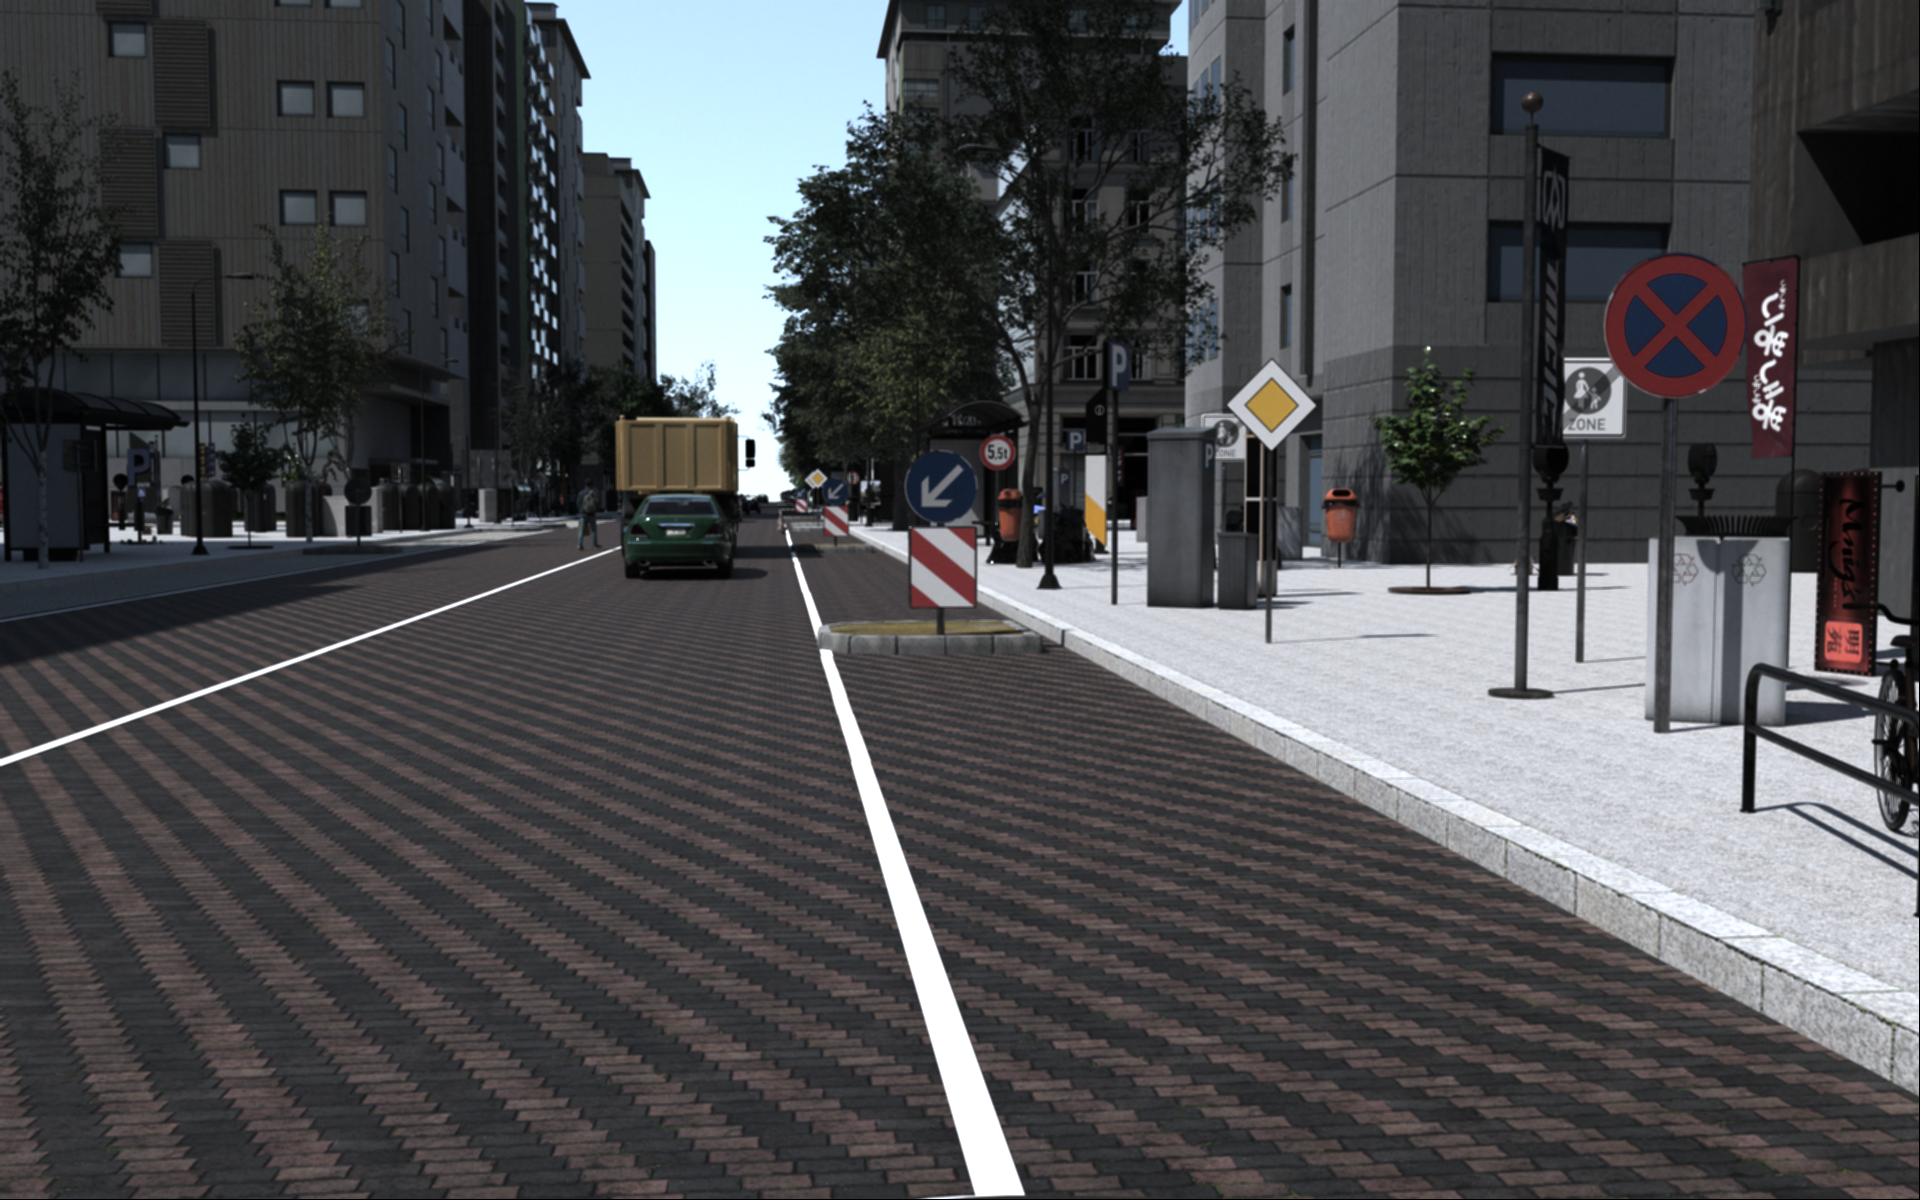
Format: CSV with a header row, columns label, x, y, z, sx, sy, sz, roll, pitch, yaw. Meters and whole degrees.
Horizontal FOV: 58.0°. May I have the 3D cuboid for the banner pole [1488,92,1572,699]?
label,x,y,z,sx,sy,sz,roll,pitch,yaw
banner pole,3.715,-1.288,11.080,0.401,3.779,0.863,3,5,40

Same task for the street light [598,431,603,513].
label,x,y,z,sx,sy,sz,roll,pitch,yaw
street light,-24.274,-8.980,119.359,1.470,5.913,1.316,0,4,-6

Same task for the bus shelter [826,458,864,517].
label,x,y,z,sx,sy,sz,roll,pitch,yaw
bus shelter,-6.677,-6.503,100.248,2.014,3.302,5.546,0,4,-6

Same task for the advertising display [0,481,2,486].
label,x,y,z,sx,sy,sz,roll,pitch,yaw
advertising display,-46.487,-4.788,83.494,0.123,1.923,0.974,0,4,0

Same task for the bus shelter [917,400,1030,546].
label,x,y,z,sx,sy,sz,roll,pitch,yaw
bus shelter,0.245,-2.822,40.058,2.014,3.302,5.546,0,4,-6

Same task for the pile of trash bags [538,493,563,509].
label,x,y,z,sx,sy,sz,roll,pitch,yaw
pile of trash bags,-31.353,-7.398,130.717,3.447,1.369,1.912,0,4,2

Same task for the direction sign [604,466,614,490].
label,x,y,z,sx,sy,sz,roll,pitch,yaw
direction sign,-28.147,-8.979,138.807,0.876,3.537,0.379,-1,4,-14

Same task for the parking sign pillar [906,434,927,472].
label,x,y,z,sx,sy,sz,roll,pitch,yaw
parking sign pillar,-1.583,-4.801,66.965,1.447,3.967,1.447,1,4,15

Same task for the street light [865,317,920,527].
label,x,y,z,sx,sy,sz,roll,pitch,yaw
street light,-1.656,-4.465,45.538,1.470,5.913,1.316,0,4,-6

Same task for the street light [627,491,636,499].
label,x,y,z,sx,sy,sz,roll,pitch,yaw
street light,-26.688,-10.344,141.662,1.470,5.913,1.316,0,4,-6

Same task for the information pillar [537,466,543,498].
label,x,y,z,sx,sy,sz,roll,pitch,yaw
information pillar,-34.189,-9.158,141.088,0.504,3.616,0.183,-1,4,-19

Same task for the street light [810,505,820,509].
label,x,y,z,sx,sy,sz,roll,pitch,yaw
street light,-8.239,-8.132,105.493,1.470,5.913,1.316,0,4,-6

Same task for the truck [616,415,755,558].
label,x,y,z,sx,sy,sz,roll,pitch,yaw
truck,-6.765,-2.850,42.529,3.469,3.379,9.791,0,4,-7

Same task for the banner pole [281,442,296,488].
label,x,y,z,sx,sy,sz,roll,pitch,yaw
banner pole,-32.487,-5.748,83.990,0.863,3.779,0.401,-1,4,-8

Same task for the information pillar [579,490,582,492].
label,x,y,z,sx,sy,sz,roll,pitch,yaw
information pillar,-32.592,-8.800,148.371,0.304,2.012,0.304,3,4,37

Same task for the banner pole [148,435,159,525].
label,x,y,z,sx,sy,sz,roll,pitch,yaw
banner pole,-33.780,-5.054,72.651,0.401,3.779,0.863,0,4,3

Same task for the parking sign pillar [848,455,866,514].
label,x,y,z,sx,sy,sz,roll,pitch,yaw
parking sign pillar,-6.672,-7.475,110.687,1.447,3.967,1.447,3,5,44

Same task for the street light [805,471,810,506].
label,x,y,z,sx,sy,sz,roll,pitch,yaw
street light,-10.584,-9.496,127.803,1.470,5.913,1.316,0,4,-6

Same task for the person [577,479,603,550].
label,x,y,z,sx,sy,sz,roll,pitch,yaw
person,-9.525,-2.185,44.209,0.794,1.824,0.713,2,4,31

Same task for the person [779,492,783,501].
label,x,y,z,sx,sy,sz,roll,pitch,yaw
person,-30.248,-17.406,293.907,1.217,1.723,0.721,1,4,12

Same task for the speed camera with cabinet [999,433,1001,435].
label,x,y,z,sx,sy,sz,roll,pitch,yaw
speed camera with cabinet,0.317,-3.049,44.180,2.038,3.252,0.660,0,4,-1

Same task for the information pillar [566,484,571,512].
label,x,y,z,sx,sy,sz,roll,pitch,yaw
information pillar,-27.970,-7.285,123.599,0.304,2.012,0.304,-2,4,-33

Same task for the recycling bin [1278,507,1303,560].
label,x,y,z,sx,sy,sz,roll,pitch,yaw
recycling bin,6.298,-1.303,33.855,0.722,1.027,0.722,0,4,4

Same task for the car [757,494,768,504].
label,x,y,z,sx,sy,sz,roll,pitch,yaw
car,-29.509,-15.223,258.687,2.009,1.686,4.222,0,4,-5

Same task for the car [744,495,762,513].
label,x,y,z,sx,sy,sz,roll,pitch,yaw
car,-16.027,-7.279,131.594,1.945,1.354,3.894,0,4,-5

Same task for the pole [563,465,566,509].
label,x,y,z,sx,sy,sz,roll,pitch,yaw
pole,-27.535,-7.750,120.560,0.158,3.312,0.155,0,3,0

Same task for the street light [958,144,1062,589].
label,x,y,z,sx,sy,sz,roll,pitch,yaw
street light,0.669,-3.100,23.225,1.470,5.913,1.316,0,4,-6

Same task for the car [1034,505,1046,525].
label,x,y,z,sx,sy,sz,roll,pitch,yaw
car,1.990,-3.772,71.267,3.694,1.707,1.945,0,4,-7

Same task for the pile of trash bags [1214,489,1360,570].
label,x,y,z,sx,sy,sz,roll,pitch,yaw
pile of trash bags,5.164,-1.241,30.042,3.447,1.369,1.912,1,4,10

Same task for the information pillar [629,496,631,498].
label,x,y,z,sx,sy,sz,roll,pitch,yaw
information pillar,-27.848,-9.499,146.655,0.183,3.616,0.504,-3,5,-43

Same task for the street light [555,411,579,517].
label,x,y,z,sx,sy,sz,roll,pitch,yaw
street light,-22.027,-7.615,97.038,1.470,5.913,1.316,0,4,-6

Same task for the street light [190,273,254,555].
label,x,y,z,sx,sy,sz,roll,pitch,yaw
street light,-15.545,-3.914,36.527,1.470,5.913,1.316,0,4,-6

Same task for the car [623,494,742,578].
label,x,y,z,sx,sy,sz,roll,pitch,yaw
car,-4.983,-1.174,30.996,2.131,1.459,4.920,0,4,-7

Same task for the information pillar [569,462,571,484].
label,x,y,z,sx,sy,sz,roll,pitch,yaw
information pillar,-28.224,-8.250,126.248,0.504,3.616,0.183,-2,4,-32

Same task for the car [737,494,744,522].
label,x,y,z,sx,sy,sz,roll,pitch,yaw
car,-12.331,-4.937,89.390,2.281,1.827,5.304,0,4,-5

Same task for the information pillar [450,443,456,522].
label,x,y,z,sx,sy,sz,roll,pitch,yaw
information pillar,-23.082,-5.345,78.751,0.183,3.616,0.504,-1,4,-12

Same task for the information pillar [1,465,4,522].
label,x,y,z,sx,sy,sz,roll,pitch,yaw
information pillar,-23.724,-2.375,43.327,0.304,2.012,0.304,3,4,38

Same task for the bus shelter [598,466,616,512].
label,x,y,z,sx,sy,sz,roll,pitch,yaw
bus shelter,-25.754,-7.928,123.538,2.014,3.302,5.546,0,4,-6

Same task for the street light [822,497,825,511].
label,x,y,z,sx,sy,sz,roll,pitch,yaw
street light,-5.695,-6.736,82.679,1.470,5.913,1.316,0,4,-6

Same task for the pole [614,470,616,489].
label,x,y,z,sx,sy,sz,roll,pitch,yaw
pole,-29.032,-9.285,145.653,0.158,3.312,0.155,0,3,0

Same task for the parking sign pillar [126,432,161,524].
label,x,y,z,sx,sy,sz,roll,pitch,yaw
parking sign pillar,-35.275,-5.283,74.845,1.447,3.967,1.447,0,4,6

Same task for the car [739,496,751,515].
label,x,y,z,sx,sy,sz,roll,pitch,yaw
car,-15.337,-6.521,119.194,1.945,1.354,3.894,0,4,-7

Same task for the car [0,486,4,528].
label,x,y,z,sx,sy,sz,roll,pitch,yaw
car,-40.162,-3.696,69.100,5.304,1.827,2.281,0,4,-7

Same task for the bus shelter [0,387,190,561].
label,x,y,z,sx,sy,sz,roll,pitch,yaw
bus shelter,-17.719,-2.541,35.477,2.014,3.302,5.546,0,4,-6

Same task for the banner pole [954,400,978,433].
label,x,y,z,sx,sy,sz,roll,pitch,yaw
banner pole,0.111,-3.429,46.081,0.863,3.779,0.401,-2,4,-24

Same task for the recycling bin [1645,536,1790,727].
label,x,y,z,sx,sy,sz,roll,pitch,yaw
recycling bin,4.357,0.159,9.958,0.722,1.027,0.722,2,4,25

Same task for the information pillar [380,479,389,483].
label,x,y,z,sx,sy,sz,roll,pitch,yaw
information pillar,-27.185,-4.731,81.837,0.304,2.012,0.304,-3,5,-45

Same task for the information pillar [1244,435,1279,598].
label,x,y,z,sx,sy,sz,roll,pitch,yaw
information pillar,3.745,-1.043,21.541,0.304,2.012,0.304,-3,4,-38

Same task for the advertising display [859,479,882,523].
label,x,y,z,sx,sy,sz,roll,pitch,yaw
advertising display,-3.910,-4.321,75.858,0.974,1.923,0.123,1,4,8

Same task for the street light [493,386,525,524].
label,x,y,z,sx,sy,sz,roll,pitch,yaw
street light,-19.439,-6.251,74.745,1.470,5.913,1.316,0,4,-6

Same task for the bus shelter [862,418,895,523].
label,x,y,z,sx,sy,sz,roll,pitch,yaw
bus shelter,-3.413,-6.320,80.970,2.179,5.291,8.768,0,4,-6

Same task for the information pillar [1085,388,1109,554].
label,x,y,z,sx,sy,sz,roll,pitch,yaw
information pillar,2.926,-2.792,37.008,0.504,3.616,0.183,2,4,28

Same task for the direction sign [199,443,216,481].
label,x,y,z,sx,sy,sz,roll,pitch,yaw
direction sign,-33.394,-5.192,76.879,0.876,3.537,0.379,1,4,20

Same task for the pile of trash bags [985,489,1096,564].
label,x,y,z,sx,sy,sz,roll,pitch,yaw
pile of trash bags,1.354,-1.364,32.058,1.912,1.369,3.447,1,4,17

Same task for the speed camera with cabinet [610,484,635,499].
label,x,y,z,sx,sy,sz,roll,pitch,yaw
speed camera with cabinet,-28.802,-9.386,147.791,2.038,3.252,0.660,0,4,-1

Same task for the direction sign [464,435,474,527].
label,x,y,z,sx,sy,sz,roll,pitch,yaw
direction sign,-18.908,-4.561,66.575,0.379,3.537,0.876,-1,4,-13

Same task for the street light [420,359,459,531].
label,x,y,z,sx,sy,sz,roll,pitch,yaw
street light,-17.886,-5.319,59.502,1.470,5.913,1.316,0,4,-6

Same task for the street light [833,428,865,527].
label,x,y,z,sx,sy,sz,roll,pitch,yaw
street light,-4.115,-5.828,67.836,1.470,5.913,1.316,0,4,-6

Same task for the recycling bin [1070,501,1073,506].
label,x,y,z,sx,sy,sz,roll,pitch,yaw
recycling bin,3.884,-3.280,66.176,0.722,1.027,0.722,1,4,18
